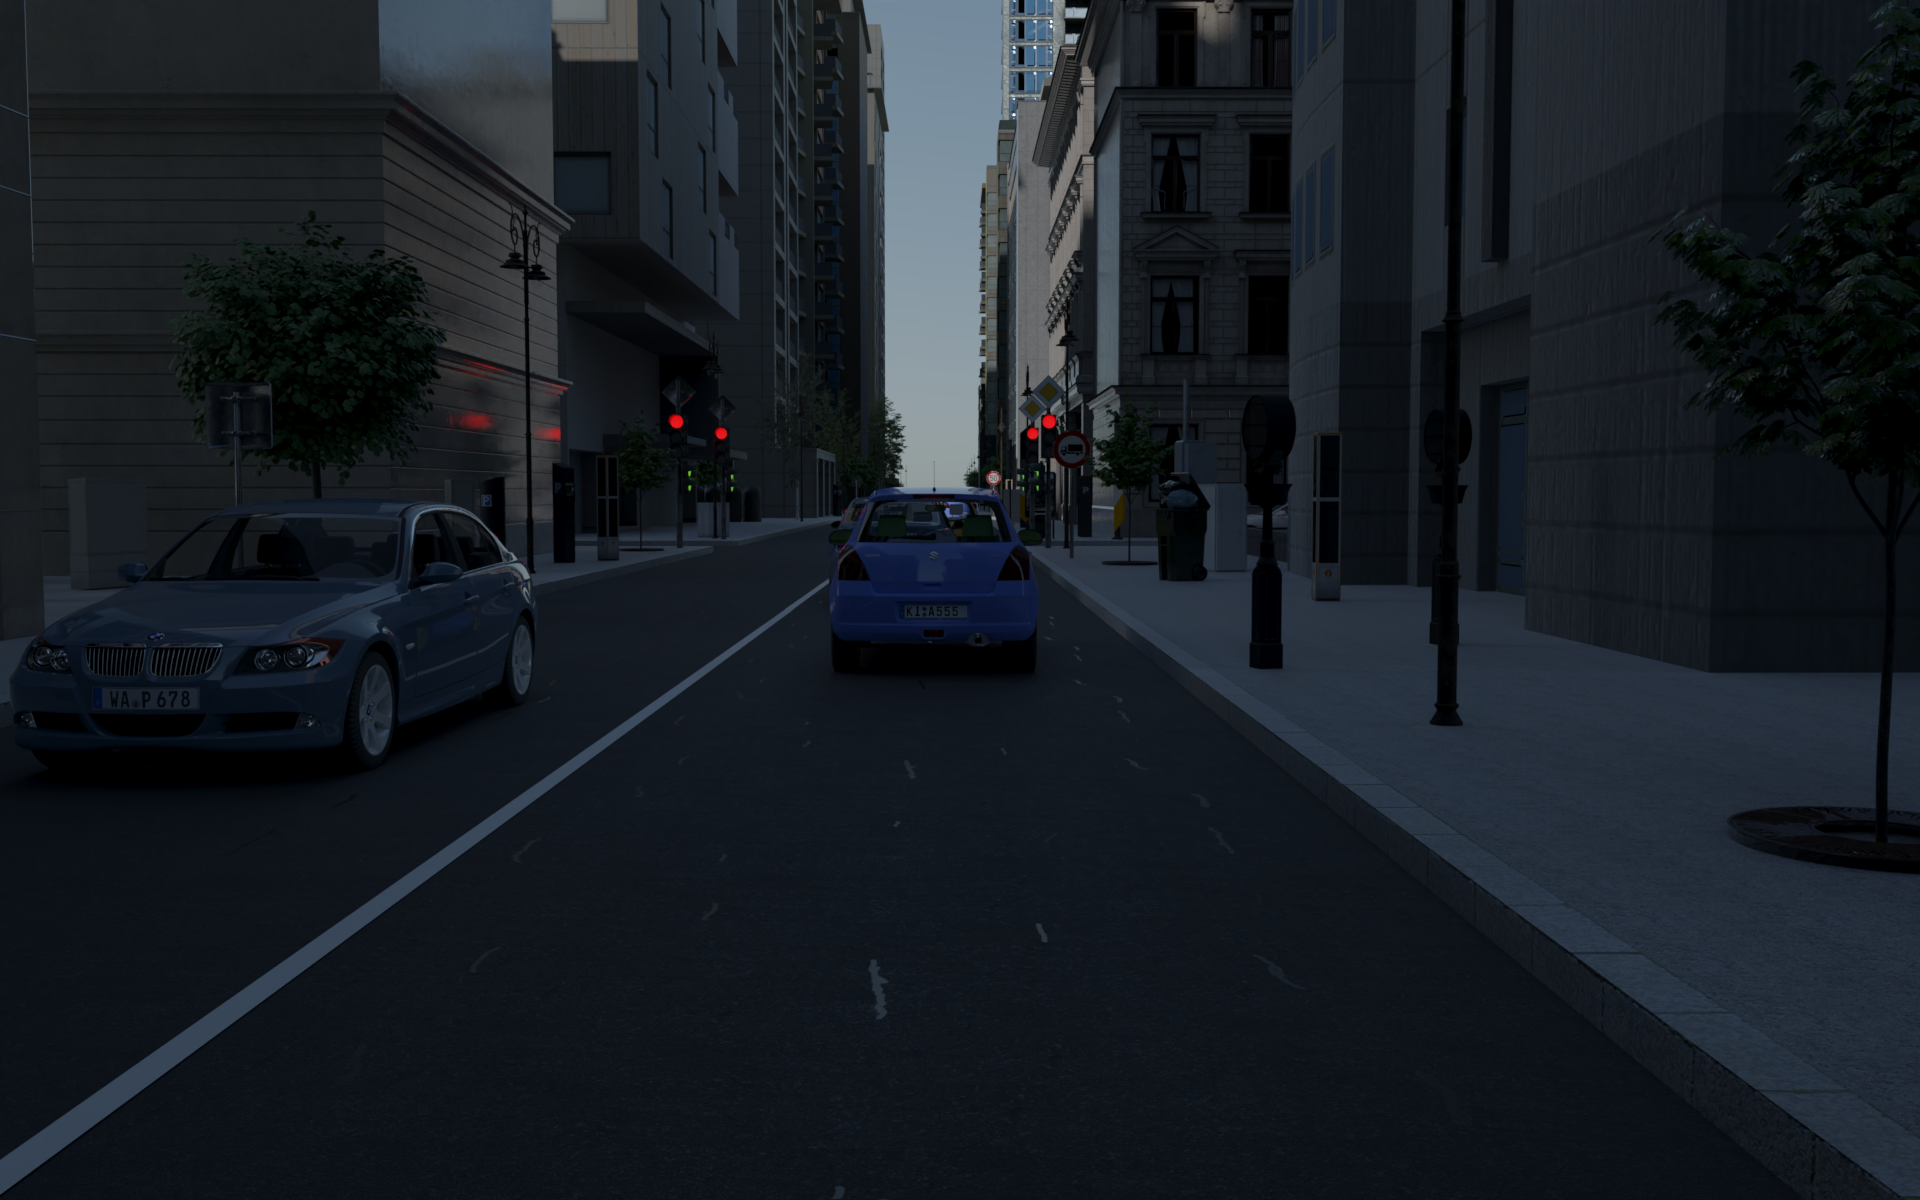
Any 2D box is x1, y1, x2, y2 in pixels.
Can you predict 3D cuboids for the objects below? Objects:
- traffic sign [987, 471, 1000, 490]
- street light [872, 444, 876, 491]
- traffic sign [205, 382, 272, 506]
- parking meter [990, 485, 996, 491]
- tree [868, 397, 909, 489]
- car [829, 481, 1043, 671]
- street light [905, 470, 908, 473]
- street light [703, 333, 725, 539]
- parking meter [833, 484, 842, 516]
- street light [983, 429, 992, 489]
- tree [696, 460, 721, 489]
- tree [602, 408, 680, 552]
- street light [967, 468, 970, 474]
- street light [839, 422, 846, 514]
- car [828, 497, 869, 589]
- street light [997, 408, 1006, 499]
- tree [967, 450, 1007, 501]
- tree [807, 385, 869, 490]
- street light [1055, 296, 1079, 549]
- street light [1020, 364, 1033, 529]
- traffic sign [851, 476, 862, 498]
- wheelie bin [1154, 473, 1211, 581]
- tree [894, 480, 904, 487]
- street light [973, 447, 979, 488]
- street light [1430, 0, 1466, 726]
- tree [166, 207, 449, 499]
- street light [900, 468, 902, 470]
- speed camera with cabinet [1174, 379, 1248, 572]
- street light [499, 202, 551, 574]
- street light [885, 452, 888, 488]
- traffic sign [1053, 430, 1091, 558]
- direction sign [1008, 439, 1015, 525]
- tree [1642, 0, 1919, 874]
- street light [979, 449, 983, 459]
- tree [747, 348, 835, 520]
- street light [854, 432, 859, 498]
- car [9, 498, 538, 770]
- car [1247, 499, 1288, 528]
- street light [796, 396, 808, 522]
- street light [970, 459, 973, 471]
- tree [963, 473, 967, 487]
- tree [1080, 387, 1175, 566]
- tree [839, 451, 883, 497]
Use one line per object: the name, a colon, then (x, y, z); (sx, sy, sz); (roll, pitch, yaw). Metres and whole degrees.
traffic sign: (1.867, -5.881, 96.267); (0.768, 2.556, 0.104); (0, 4, 5)
street light: (-7.723, -11.224, 156.306); (0.468, 5.910, 1.993); (0, 4, 0)
traffic sign: (-6.608, -0.841, 15.888); (0.606, 2.300, 0.079); (0, 4, 2)
parking meter: (1.890, -5.714, 99.138); (0.255, 1.863, 0.399); (2, 4, 26)
tree: (-9.486, -17.303, 201.025); (7.486, 12.596, 7.792); (0, 3, 0)
car: (-0.217, -0.350, 15.322); (1.945, 1.707, 3.694); (0, 4, -1)
street light: (-8.418, -18.221, 270.703); (0.468, 5.910, 1.993); (0, 4, 0)
street light: (-7.060, -4.711, 49.807); (0.468, 5.910, 1.993); (0, 4, 0)
parking meter: (-7.159, -5.796, 100.472); (0.399, 1.863, 0.255); (1, 4, 16)
street light: (2.087, -9.200, 123.203); (0.468, 5.910, 1.993); (0, 4, 0)
tree: (-12.721, -6.204, 85.152); (4.285, 4.588, 4.351); (0, 3, 0)
tree: (-7.160, -2.711, 38.930); (1.663, 3.219, 1.824); (0, 3, 0)
street light: (1.489, -15.193, 221.189); (0.468, 5.910, 1.993); (0, 4, 0)
street light: (-7.458, -8.450, 110.945); (0.468, 5.910, 1.993); (0, 4, 0)
car: (-0.908, -0.796, 25.019); (2.014, 1.417, 4.499); (0, 4, 1)
street light: (2.214, -7.335, 92.709); (0.468, 5.910, 1.993); (0, 4, 0)
tree: (3.173, -8.851, 128.426); (4.285, 4.588, 4.351); (0, 3, 0)
tree: (-8.480, -10.253, 118.001); (4.737, 8.622, 4.395); (0, 3, 0)
street light: (2.508, -4.147, 40.593); (0.468, 5.910, 1.993); (0, 4, 0)
street light: (2.400, -5.435, 61.655); (0.468, 5.910, 1.993); (0, 4, 0)
traffic sign: (-7.235, -7.417, 121.379); (0.768, 2.556, 0.104); (0, 4, 5)
wheelie bin: (3.273, -1.083, 25.614); (0.693, 1.594, 0.980); (-1, 4, -19)
tree: (-8.256, -15.457, 247.318); (1.663, 3.219, 1.824); (0, 3, 0)
street light: (1.801, -12.055, 169.892); (0.468, 5.910, 1.993); (0, 4, 0)
street light: (2.711, -2.244, 9.474); (0.468, 5.910, 1.993); (0, 4, 0)
tree: (-7.492, -2.216, 19.938); (4.285, 4.588, 4.351); (0, 3, 0)
street light: (-8.182, -16.336, 239.872); (0.468, 5.910, 1.993); (0, 4, 0)
speed camera with cabinet: (4.236, -2.140, 29.326); (0.660, 3.252, 2.038); (-1, 4, -13)
street light: (-6.933, -3.364, 27.787); (0.468, 5.910, 1.993); (0, 4, 0)
street light: (-7.965, -13.091, 186.817); (0.468, 5.910, 1.993); (0, 4, 0)
traffic sign: (2.238, -2.111, 34.626); (0.768, 2.556, 0.104); (1, 4, 9)
direction sign: (2.084, -4.883, 71.838); (0.379, 3.537, 0.876); (0, 4, -7)
tree: (3.285, -0.718, 6.344); (1.663, 3.219, 1.824); (0, 3, 0)
street light: (1.952, -10.184, 139.292); (0.468, 5.910, 1.993); (0, 4, 0)
tree: (-8.339, -8.304, 86.139); (4.360, 8.622, 3.978); (0, 3, 0)
street light: (-7.588, -9.356, 125.764); (0.468, 5.910, 1.993); (0, 4, 0)
car: (-3.862, 0.090, 10.525); (2.014, 1.417, 4.499); (0, 4, 1)
car: (8.761, -1.983, 44.780); (4.827, 1.381, 2.083); (0, 3, 0)
street light: (-7.363, -6.585, 80.450); (0.468, 5.910, 1.993); (0, 4, 0)
street light: (1.652, -13.920, 200.386); (0.468, 5.910, 1.993); (0, 4, 0)
tree: (1.836, -13.694, 207.608); (4.285, 4.588, 4.351); (0, 3, 0)
tree: (3.063, -2.262, 31.586); (1.663, 3.219, 1.824); (0, 3, 0)
tree: (-7.539, -9.027, 131.299); (4.285, 4.588, 4.351); (0, 3, 0)
